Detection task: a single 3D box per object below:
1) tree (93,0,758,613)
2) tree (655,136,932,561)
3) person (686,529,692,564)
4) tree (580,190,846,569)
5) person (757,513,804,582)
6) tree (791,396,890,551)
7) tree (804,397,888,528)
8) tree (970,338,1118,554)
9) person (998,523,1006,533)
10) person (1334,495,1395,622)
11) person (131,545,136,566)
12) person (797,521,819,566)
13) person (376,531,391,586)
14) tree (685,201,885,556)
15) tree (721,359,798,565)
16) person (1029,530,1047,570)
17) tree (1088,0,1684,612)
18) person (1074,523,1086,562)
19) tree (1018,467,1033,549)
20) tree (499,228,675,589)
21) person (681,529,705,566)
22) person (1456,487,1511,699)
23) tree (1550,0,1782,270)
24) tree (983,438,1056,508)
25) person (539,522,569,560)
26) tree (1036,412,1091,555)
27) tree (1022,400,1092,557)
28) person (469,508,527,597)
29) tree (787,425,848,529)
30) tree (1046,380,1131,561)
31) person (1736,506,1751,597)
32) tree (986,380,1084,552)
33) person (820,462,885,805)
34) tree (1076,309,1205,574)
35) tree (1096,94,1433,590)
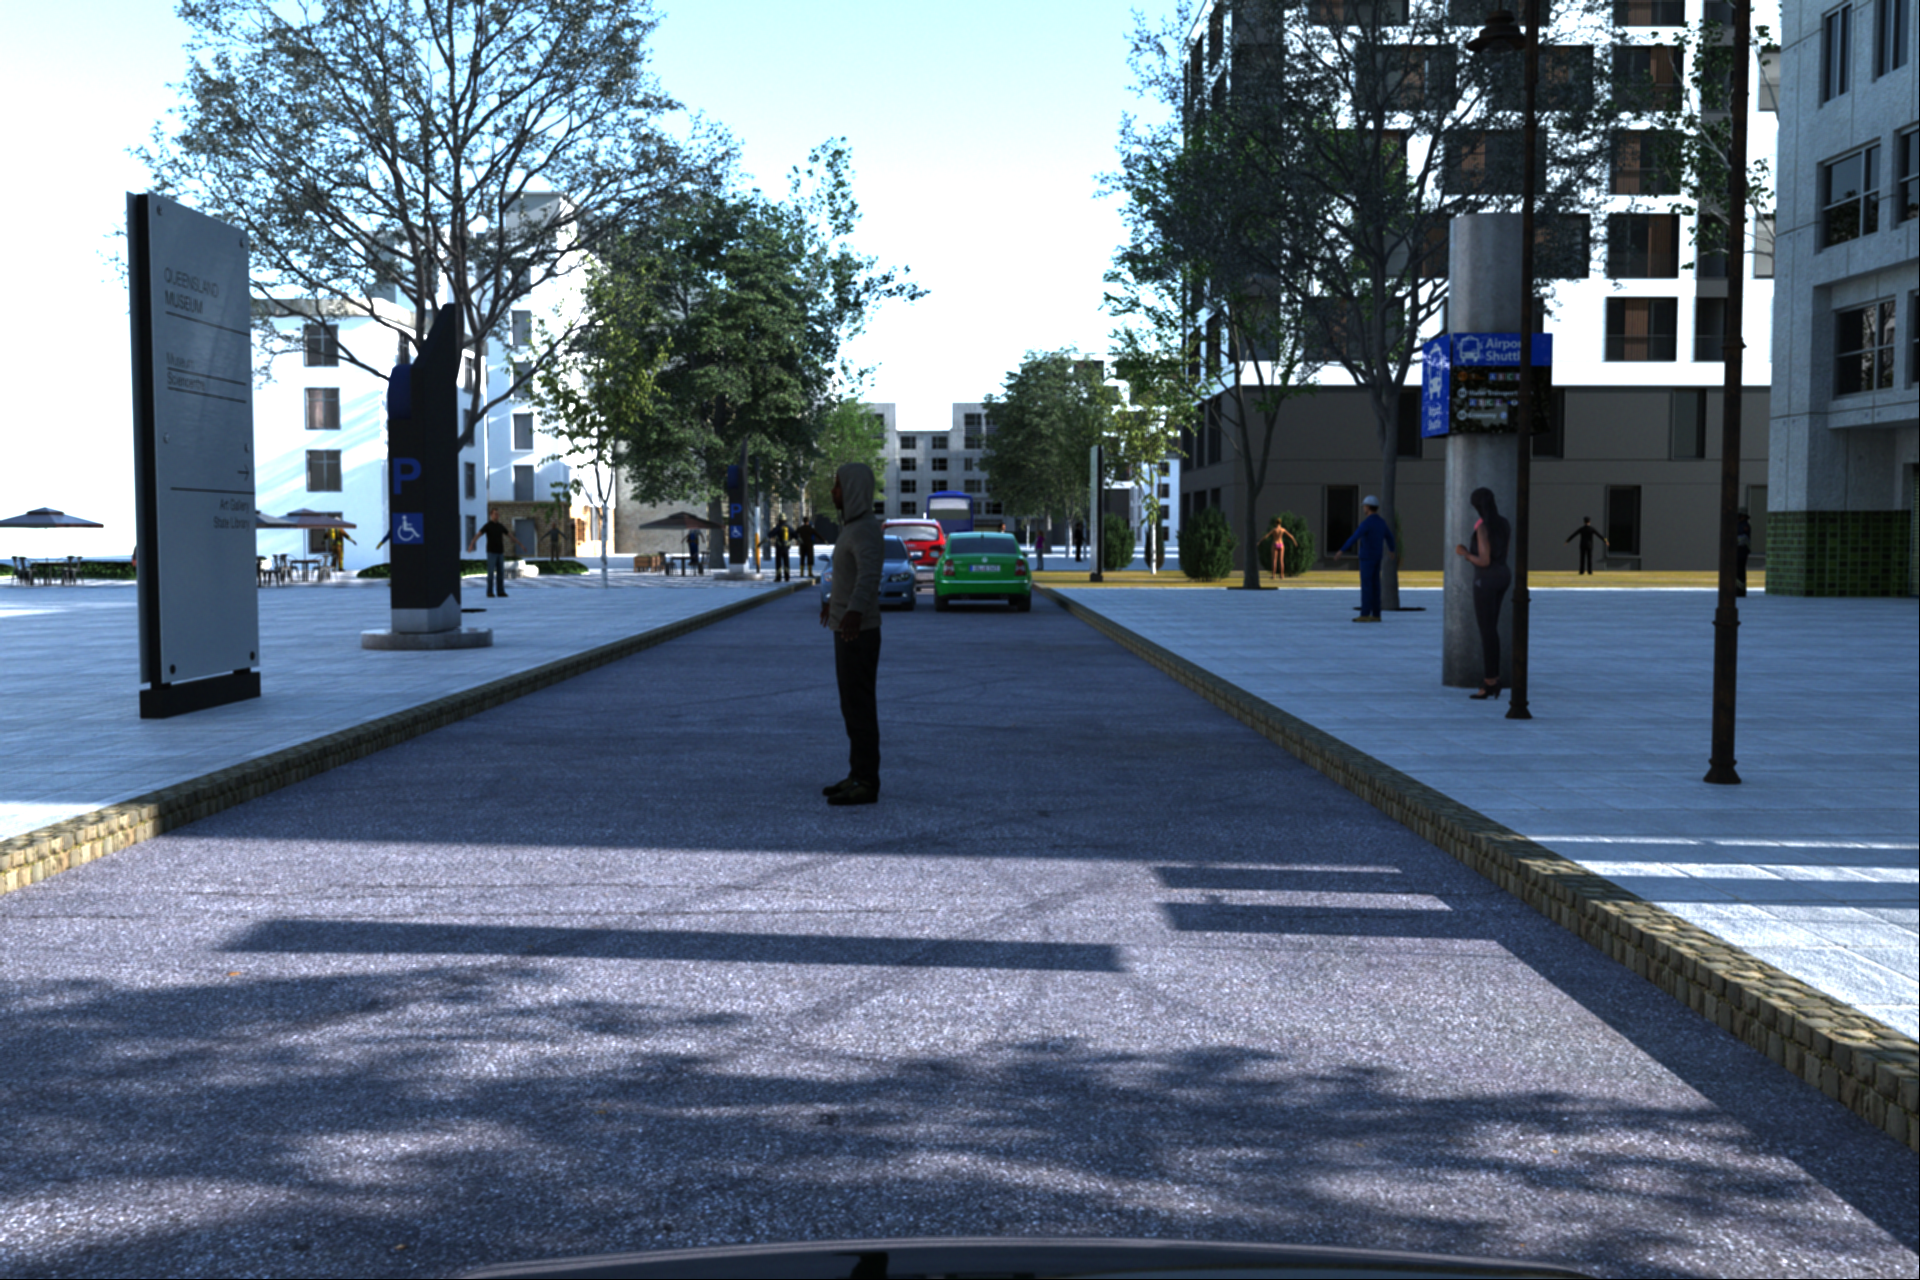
[{"bbox_3d":[-8.356,-7.210,28.259,12.009,13.543,11.850,0,3,0],"label":"tree"},{"bbox_3d":[-8.073,-13.836,82.108,12.611,20.169,13.585,0,3,0],"label":"tree"},{"bbox_3d":[-11.333,-4.084,72.998,0.704,1.802,1.346,-1,4,-18],"label":"person"},{"bbox_3d":[-9.029,-9.569,63.106,9.857,13.997,8.962,0,3,0],"label":"tree"},{"bbox_3d":[-4.792,-2.497,46.610,1.354,1.856,0.705,-2,4,-27],"label":"person"},{"bbox_3d":[-8.977,-12.483,129.852,9.928,11.665,9.643,0,3,0],"label":"tree"},{"bbox_3d":[-9.560,-13.728,142.582,7.486,12.596,7.792,0,3,0],"label":"tree"},{"bbox_3d":[5.596,-12.623,113.037,9.857,13.997,8.962,0,3,0],"label":"tree"},{"bbox_3d":[1.452,-3.091,59.175,1.347,1.806,0.705,-3,5,-44],"label":"person"},{"bbox_3d":[5.977,-1.188,25.304,1.347,1.842,0.705,-3,5,-39],"label":"person"},{"bbox_3d":[-13.626,-1.408,29.614,0.990,1.755,0.434,-2,4,-23],"label":"person"},{"bbox_3d":[-6.138,-3.939,70.524,0.704,1.817,1.347,2,4,33],"label":"person"},{"bbox_3d":[-13.965,-2.259,42.900,0.705,1.833,1.349,1,4,16],"label":"person"},{"bbox_3d":[-10.412,-15.020,101.467,12.611,20.169,13.585,0,3,0],"label":"tree"},{"bbox_3d":[-8.511,-7.409,71.502,4.737,8.622,4.395,0,3,0],"label":"tree"},{"bbox_3d":[2.787,-3.192,61.451,0.599,1.433,0.991,3,5,41],"label":"person"},{"bbox_3d":[7.157,-7.249,28.884,12.009,13.543,11.850,0,3,0],"label":"tree"},{"bbox_3d":[5.543,-4.552,80.609,0.705,1.806,1.347,1,4,23],"label":"person"},{"bbox_3d":[5.472,-11.892,144.803,4.360,8.622,3.978,0,3,0],"label":"tree"},{"bbox_3d":[-8.516,-5.531,40.798,4.737,8.622,4.395,0,3,0],"label":"tree"},{"bbox_3d":[-10.793,-3.942,70.307,1.347,1.847,0.705,3,5,39],"label":"person"},{"bbox_3d":[4.091,-0.370,13.561,0.415,1.643,0.593,0,4,2],"label":"person"},{"bbox_3d":[22.531,-11.608,45.685,12.611,20.169,13.585,0,3,0],"label":"tree"},{"bbox_3d":[6.168,-12.365,136.580,8.767,10.594,7.601,0,4,-5],"label":"tree"},{"bbox_3d":[-18.008,-4.318,76.870,1.348,1.796,0.705,0,4,4],"label":"person"},{"bbox_3d":[6.691,-9.420,104.384,4.360,8.622,3.978,0,3,0],"label":"tree"},{"bbox_3d":[6.026,-8.833,94.783,4.360,8.622,3.978,0,3,0],"label":"tree"},{"bbox_3d":[-9.459,-1.779,35.309,0.705,1.803,1.348,3,5,42],"label":"person"},{"bbox_3d":[-9.981,-10.030,114.358,4.360,8.622,3.978,0,3,0],"label":"tree"},{"bbox_3d":[6.300,-8.160,83.775,4.737,8.622,4.395,0,3,0],"label":"tree"},{"bbox_3d":[15.913,-1.804,35.358,0.704,1.845,1.351,1,4,19],"label":"person"},{"bbox_3d":[5.320,-12.726,126.191,7.486,12.596,7.792,0,3,0],"label":"tree"},{"bbox_3d":[-0.584,-0.044,9.304,0.705,1.813,1.348,-1,4,-9],"label":"person"},{"bbox_3d":[6.004,-6.443,55.707,4.737,8.622,4.395,0,3,0],"label":"tree"},{"bbox_3d":[6.882,-6.986,39.971,9.928,11.665,9.643,0,3,0],"label":"tree"}]
